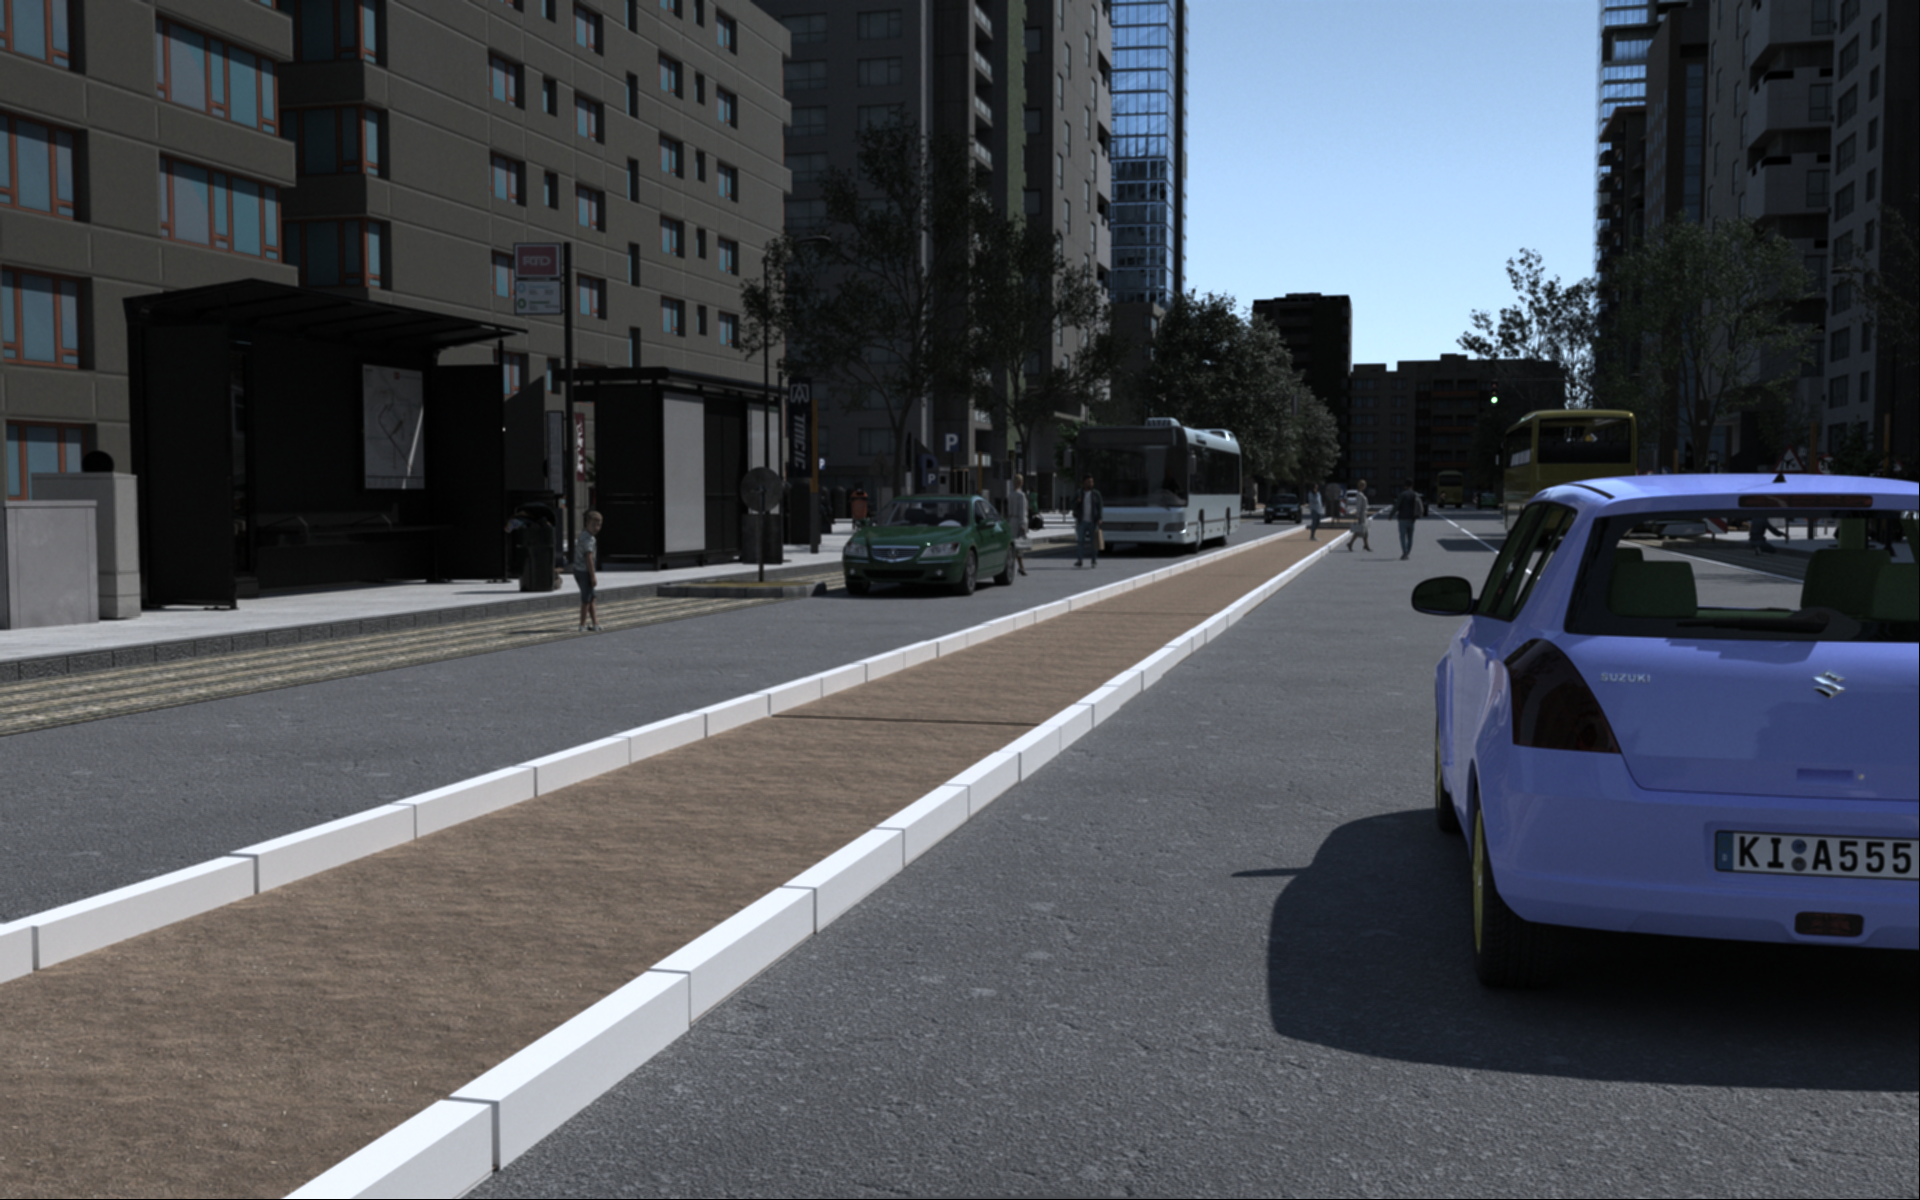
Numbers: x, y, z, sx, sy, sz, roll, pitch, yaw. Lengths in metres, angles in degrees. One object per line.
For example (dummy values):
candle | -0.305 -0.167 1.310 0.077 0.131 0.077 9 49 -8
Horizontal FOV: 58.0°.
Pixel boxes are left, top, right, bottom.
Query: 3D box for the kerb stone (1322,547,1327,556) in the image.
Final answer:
kerb stone | 8.317 -1.083 39.901 0.120 0.150 1.000 1 4 14

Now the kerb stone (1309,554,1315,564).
kerb stone | 7.029 -0.778 34.937 0.120 0.150 1.000 1 4 14

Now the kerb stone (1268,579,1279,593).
kerb stone | 4.467 -0.171 24.998 0.120 0.150 1.000 1 4 14

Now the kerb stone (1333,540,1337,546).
kerb stone | 9.845 -1.447 45.871 0.120 0.150 1.000 1 4 14

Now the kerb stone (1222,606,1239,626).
kerb stone | 2.934 0.196 19.041 0.120 0.150 1.000 1 4 14

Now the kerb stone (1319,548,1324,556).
kerb stone | 8.045 -1.017 38.913 0.120 0.150 1.000 1 4 14

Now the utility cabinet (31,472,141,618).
utility cabinet | -9.027 -0.564 17.905 1.173 1.500 0.318 2 4 23

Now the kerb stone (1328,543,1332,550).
kerb stone | 9.075 -1.266 42.892 0.120 0.150 1.000 1 4 14

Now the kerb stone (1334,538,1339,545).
kerb stone | 10.100 -1.509 46.860 0.120 0.150 1.000 1 4 14

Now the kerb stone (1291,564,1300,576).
kerb stone | 5.745 -0.475 29.962 0.120 0.150 1.000 1 4 14

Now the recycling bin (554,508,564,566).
recycling bin | -7.509 -1.108 30.663 0.722 1.027 0.722 1 4 18

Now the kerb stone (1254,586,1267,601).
kerb stone | 3.950 -0.050 23.020 0.120 0.150 1.000 1 4 14

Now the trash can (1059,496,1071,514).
trash can | 6.775 -6.129 111.869 0.748 1.137 0.748 0 3 0

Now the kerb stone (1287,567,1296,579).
kerb stone | 5.489 -0.407 28.964 0.120 0.150 1.000 1 4 14

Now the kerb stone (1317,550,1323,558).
kerb stone | 7.798 -0.957 37.921 0.120 0.150 1.000 1 4 14

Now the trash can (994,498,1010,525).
trash can | 1.692 -3.481 68.564 0.748 1.137 0.748 0 3 0

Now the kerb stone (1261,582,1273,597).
kerb stone | 4.210 -0.110 24.009 0.120 0.150 1.000 1 4 14

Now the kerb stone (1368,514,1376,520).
kerb stone | 23.565 -4.697 99.034 0.120 0.150 1.000 1 4 14

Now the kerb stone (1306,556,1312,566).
kerb stone | 6.770 -0.717 33.945 0.120 0.150 1.000 1 4 14

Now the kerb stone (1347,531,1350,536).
kerb stone | 12.411 -2.055 55.793 0.120 0.150 1.000 1 4 14

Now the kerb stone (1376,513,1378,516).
kerb stone | 25.100 -5.064 104.995 0.120 0.150 1.000 1 4 14

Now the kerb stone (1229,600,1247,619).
kerb stone | 3.186 0.132 20.032 0.120 0.150 1.000 1 4 14

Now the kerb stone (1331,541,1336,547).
kerb stone | 9.592 -1.384 44.872 0.120 0.150 1.000 1 4 14

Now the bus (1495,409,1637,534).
bus | 17.214 -3.556 49.689 2.896 3.916 12.252 1 4 14

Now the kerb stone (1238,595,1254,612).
kerb stone | 3.438 0.071 21.029 0.120 0.150 1.000 1 4 14

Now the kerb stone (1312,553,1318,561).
kerb stone | 7.284 -0.839 35.926 0.120 0.150 1.000 1 4 14

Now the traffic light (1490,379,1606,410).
traffic light | 23.335 -5.727 68.297 4.771 5.953 1.251 1 4 14

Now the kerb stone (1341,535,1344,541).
kerb stone | 11.127 -1.749 50.823 0.120 0.150 1.000 1 4 14

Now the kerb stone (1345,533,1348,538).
kerb stone | 11.889 -1.931 53.803 0.120 0.150 1.000 1 4 14

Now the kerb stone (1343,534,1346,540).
kerb stone | 11.389 -1.811 51.811 0.120 0.150 1.000 1 4 14

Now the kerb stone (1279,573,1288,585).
kerb stone | 4.978 -0.291 26.984 0.120 0.150 1.000 1 4 14

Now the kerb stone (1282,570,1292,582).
kerb stone | 5.232 -0.353 27.974 0.120 0.150 1.000 1 4 14

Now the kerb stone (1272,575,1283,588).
kerb stone | 4.719 -0.232 25.995 0.120 0.150 1.000 1 4 14

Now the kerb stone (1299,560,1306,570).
kerb stone | 6.256 -0.597 31.955 0.120 0.150 1.000 1 4 14

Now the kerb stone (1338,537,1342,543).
kerb stone | 10.614 -1.628 48.844 0.120 0.150 1.000 1 4 14

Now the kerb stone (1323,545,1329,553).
kerb stone | 8.568 -1.144 40.900 0.120 0.150 1.000 1 4 14

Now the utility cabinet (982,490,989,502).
utility cabinet | 1.869 -6.426 113.744 1.173 1.500 0.318 -2 4 -25

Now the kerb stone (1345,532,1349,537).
kerb stone | 12.158 -1.991 54.803 0.120 0.150 1.000 1 4 14

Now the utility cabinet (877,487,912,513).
utility cabinet | -2.193 -3.023 58.113 1.173 1.500 0.318 2 4 29

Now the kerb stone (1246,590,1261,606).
kerb stone | 3.695 0.010 22.030 0.120 0.150 1.000 1 4 14

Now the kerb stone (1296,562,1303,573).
kerb stone | 5.999 -0.536 30.962 0.120 0.150 1.000 1 4 14

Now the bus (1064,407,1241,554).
bus | 5.266 -3.034 44.468 2.948 3.499 13.247 1 4 15

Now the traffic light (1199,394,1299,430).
traffic light | 13.044 -6.403 79.353 4.771 5.953 1.251 1 4 14

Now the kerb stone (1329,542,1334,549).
kerb stone | 9.332 -1.321 43.883 0.120 0.150 1.000 1 4 14

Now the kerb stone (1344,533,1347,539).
kerb stone | 11.635 -1.872 52.803 0.120 0.150 1.000 1 4 14

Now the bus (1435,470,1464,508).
bus | 50.936 -11.532 180.090 2.896 3.916 12.252 1 4 15

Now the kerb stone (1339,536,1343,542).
kerb stone | 10.862 -1.688 49.836 0.120 0.150 1.000 1 4 14

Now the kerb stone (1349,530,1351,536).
kerb stone | 12.666 -2.116 56.791 0.120 0.150 1.000 1 4 14

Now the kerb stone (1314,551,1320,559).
kerb stone | 7.536 -0.892 36.917 0.120 0.150 1.000 1 4 14

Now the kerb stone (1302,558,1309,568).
kerb stone | 6.508 -0.658 32.948 0.120 0.150 1.000 1 4 14

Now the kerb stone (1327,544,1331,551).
kerb stone | 8.832 -1.197 41.890 0.120 0.150 1.000 1 4 14

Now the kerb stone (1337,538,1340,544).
kerb stone | 10.353 -1.567 47.856 0.120 0.150 1.000 1 4 14

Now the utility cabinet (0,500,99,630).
utility cabinet | -8.906 -0.346 16.819 0.306 1.237 1.020 2 4 23
